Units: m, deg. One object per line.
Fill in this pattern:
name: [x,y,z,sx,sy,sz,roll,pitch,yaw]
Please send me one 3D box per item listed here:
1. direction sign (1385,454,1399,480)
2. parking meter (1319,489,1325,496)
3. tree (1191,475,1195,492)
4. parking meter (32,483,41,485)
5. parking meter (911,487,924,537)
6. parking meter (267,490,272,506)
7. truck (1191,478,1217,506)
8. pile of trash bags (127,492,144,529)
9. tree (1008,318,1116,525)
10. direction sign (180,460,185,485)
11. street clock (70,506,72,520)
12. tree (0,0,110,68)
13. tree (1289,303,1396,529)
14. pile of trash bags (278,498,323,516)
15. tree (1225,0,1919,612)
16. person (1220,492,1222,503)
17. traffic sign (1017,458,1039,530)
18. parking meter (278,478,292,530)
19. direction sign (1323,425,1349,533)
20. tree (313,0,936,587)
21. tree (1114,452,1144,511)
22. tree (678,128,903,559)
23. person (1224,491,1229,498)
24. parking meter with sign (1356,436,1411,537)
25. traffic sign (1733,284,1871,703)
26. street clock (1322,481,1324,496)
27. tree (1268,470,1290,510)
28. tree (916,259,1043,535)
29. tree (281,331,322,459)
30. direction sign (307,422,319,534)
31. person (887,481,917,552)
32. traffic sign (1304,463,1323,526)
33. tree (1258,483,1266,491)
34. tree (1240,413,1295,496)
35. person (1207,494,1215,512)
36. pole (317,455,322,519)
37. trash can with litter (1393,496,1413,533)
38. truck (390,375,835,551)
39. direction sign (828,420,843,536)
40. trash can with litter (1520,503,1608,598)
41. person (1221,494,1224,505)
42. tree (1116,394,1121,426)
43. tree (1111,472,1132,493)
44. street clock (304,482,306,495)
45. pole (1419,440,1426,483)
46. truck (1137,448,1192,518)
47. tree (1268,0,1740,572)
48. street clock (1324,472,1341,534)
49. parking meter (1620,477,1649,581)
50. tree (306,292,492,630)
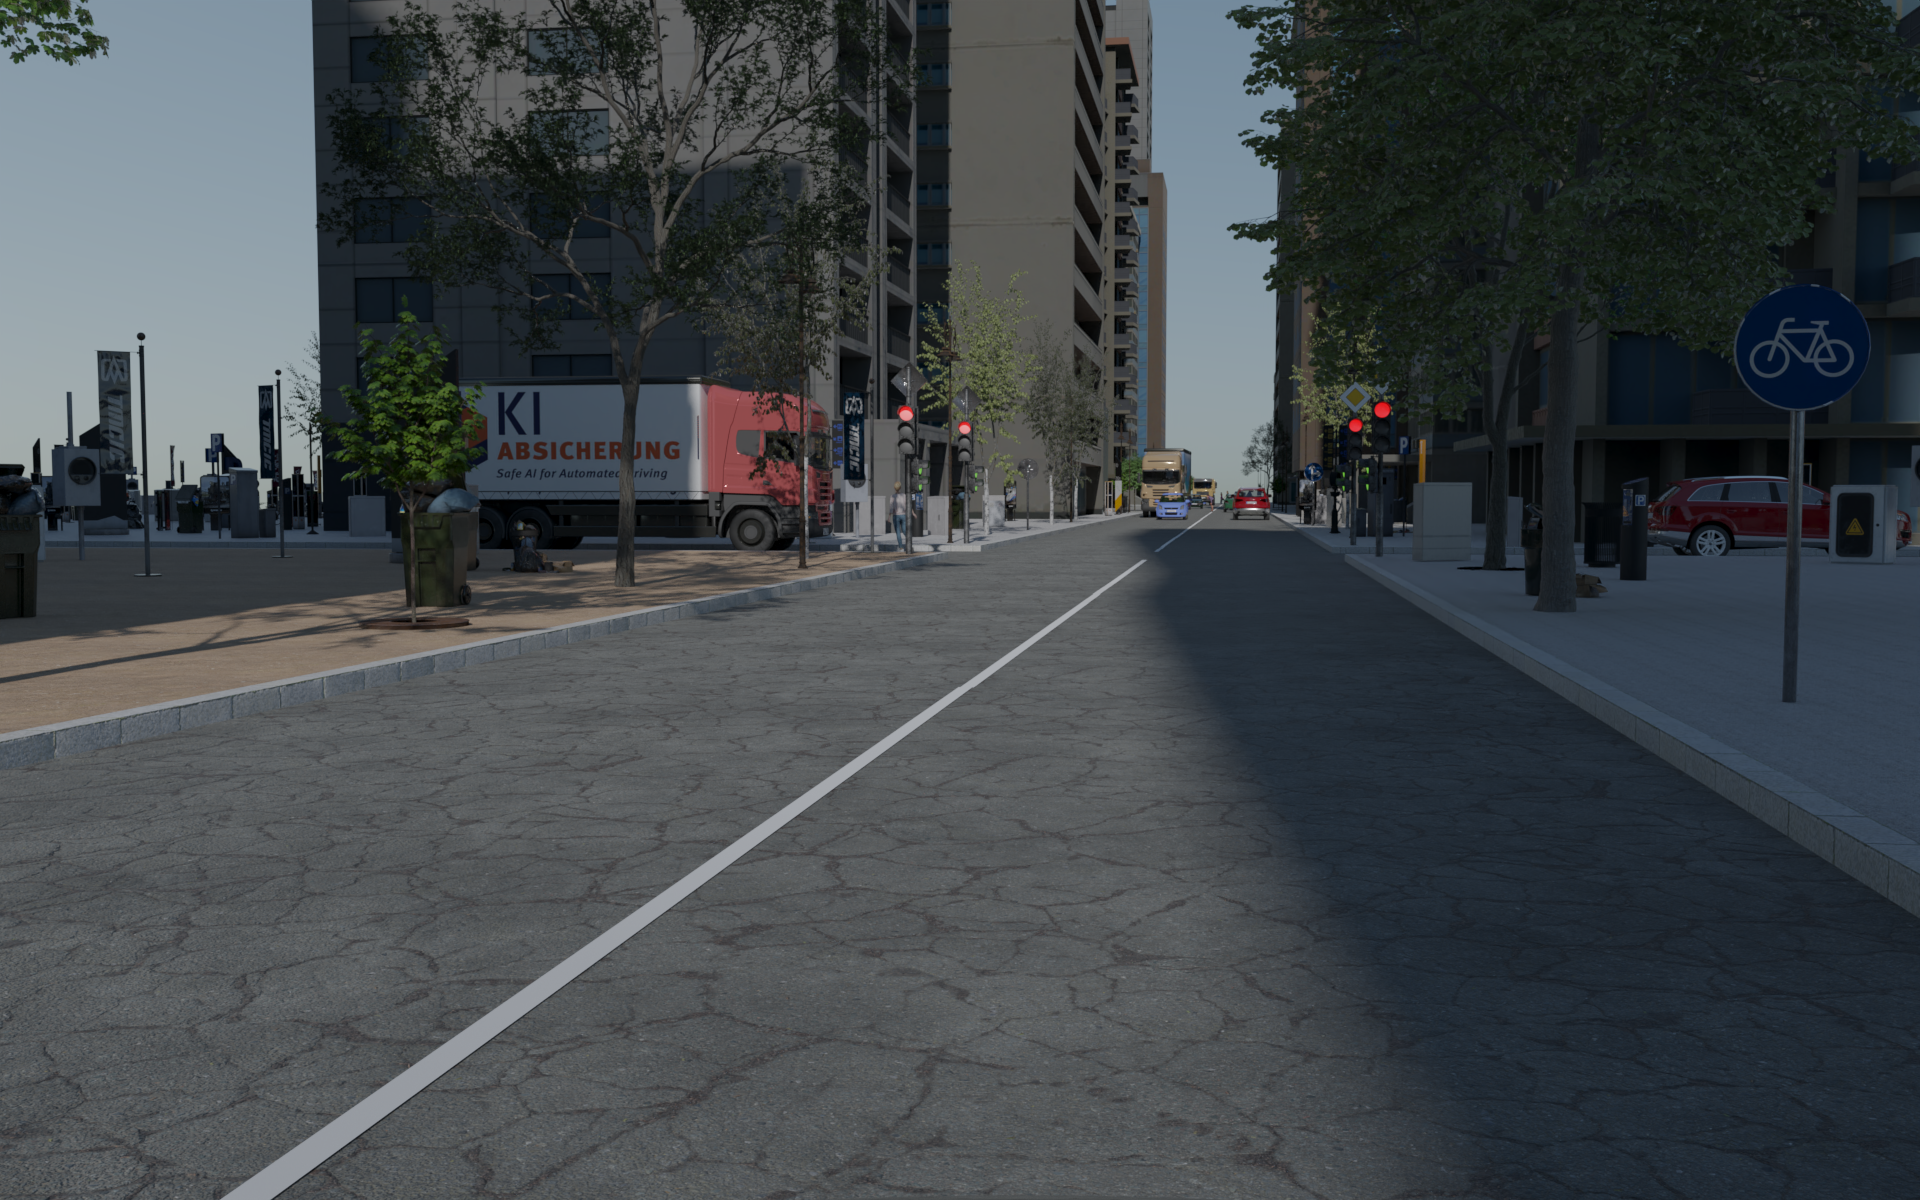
direction sign: [24.274,-6.433,97.169,0.876,3.537,0.379,2,4,34]
parking meter: [17.489,-4.598,83.588,0.372,1.533,0.369,0,3,0]
tree: [36.146,-17.867,275.837,4.285,4.588,4.351,0,3,0]
parking meter: [-20.732,-1.853,38.701,0.372,1.533,0.369,0,3,0]
parking meter: [-1.278,-2.642,51.603,0.372,1.533,0.369,0,3,0]
parking meter: [-39.910,-5.615,100.214,0.372,1.533,0.369,0,3,0]
truck: [30.511,-13.497,216.600,3.469,3.379,9.791,1,4,10]
pile of trash bags: [-31.409,-3.358,64.660,1.912,1.369,3.447,-1,4,-19]
tree: [3.883,-7.430,71.838,4.360,8.622,3.978,0,3,0]
direction sign: [-52.344,-7.623,116.633,0.379,3.537,0.876,-1,4,-9]
street clock: [-44.753,-5.056,87.238,0.471,2.002,0.358,-2,4,-35]
tree: [-6.679,-5.057,8.436,9.928,11.665,9.643,0,3,0]
tree: [14.284,-6.941,63.843,4.737,8.622,4.395,0,3,0]
pile of trash bags: [-44.575,-6.524,116.419,1.912,1.369,3.447,1,4,21]
tree: [6.915,-6.133,18.399,7.486,12.596,7.792,0,3,0]
person: [39.970,-15.618,264.654,0.445,1.727,0.742,0,4,8]
traffic sign: [2.420,-3.774,61.805,0.768,2.556,0.104,1,4,11]
parking meter: [-24.028,-3.423,61.674,0.255,1.863,0.399,3,4,38]
direction sign: [12.328,-3.965,56.821,0.876,3.537,0.379,0,4,-5]
tree: [-4.637,-5.436,23.285,8.767,10.594,7.601,0,4,-4]
tree: [13.564,-9.162,133.518,4.285,4.588,4.351,0,3,0]
tree: [-3.309,-5.122,34.107,4.360,8.622,3.978,0,3,0]
person: [31.350,-11.913,203.282,0.705,1.822,1.348,-1,4,-18]
parking meter with sign: [12.623,-3.412,52.043,1.738,3.016,0.543,-1,4,-17]
traffic sign: [5.116,-0.642,10.606,0.768,2.556,0.104,1,4,13]
street clock: [16.870,-4.601,79.801,0.358,2.002,0.471,0,4,7]
tree: [29.678,-10.148,160.524,1.663,3.219,1.824,0,3,0]
tree: [0.712,-6.321,53.712,4.737,8.622,4.395,0,3,0]
tree: [-27.780,-7.751,77.099,4.737,8.622,4.395,0,3,0]
direction sign: [-20.607,-3.855,55.023,0.379,3.537,0.876,-1,4,-18]
person: [-1.335,-2.021,42.208,0.731,1.740,0.598,-3,5,-44]
traffic sign: [14.323,-4.286,70.175,0.768,2.556,0.104,1,4,9]
tree: [47.079,-16.967,272.007,1.663,3.219,1.824,0,3,0]
tree: [35.814,-16.239,199.918,7.601,10.594,8.767,1,4,23]
person: [20.182,-7.808,139.401,0.697,1.427,0.421,-1,4,-16]
pole: [-33.574,-5.927,90.749,0.158,3.312,0.155,0,3,0]
trash can with litter: [14.868,-2.816,57.094,2.233,1.210,1.678,1,4,10]
truck: [-8.122,-3.266,42.316,11.283,4.237,2.839,1,4,9]
direction sign: [-4.012,-3.737,53.098,0.876,3.537,0.379,0,4,-4]
trash can with litter: [7.603,-0.635,21.776,1.055,1.170,0.624,3,5,39]
person: [35.451,-13.592,233.958,0.599,1.433,0.991,0,4,-5]
tree: [5.647,-8.143,83.498,4.360,8.622,3.978,0,3,0]
tree: [11.969,-8.178,128.308,1.663,3.219,1.824,0,3,0]
street clock: [-39.522,-6.084,104.050,0.358,2.002,0.471,1,4,18]
pole: [17.345,-4.353,65.013,0.158,3.312,0.155,0,3,0]
truck: [12.888,-7.292,108.129,2.839,4.237,11.283,1,4,11]
tree: [8.981,-6.297,28.715,9.928,11.665,9.643,0,3,0]
street clock: [12.153,-3.154,56.144,0.358,2.002,0.471,2,4,31]
parking meter: [10.034,-1.062,25.774,0.372,1.533,0.369,0,3,0]
tree: [-5.415,-1.349,16.664,1.663,3.219,1.824,0,3,0]
